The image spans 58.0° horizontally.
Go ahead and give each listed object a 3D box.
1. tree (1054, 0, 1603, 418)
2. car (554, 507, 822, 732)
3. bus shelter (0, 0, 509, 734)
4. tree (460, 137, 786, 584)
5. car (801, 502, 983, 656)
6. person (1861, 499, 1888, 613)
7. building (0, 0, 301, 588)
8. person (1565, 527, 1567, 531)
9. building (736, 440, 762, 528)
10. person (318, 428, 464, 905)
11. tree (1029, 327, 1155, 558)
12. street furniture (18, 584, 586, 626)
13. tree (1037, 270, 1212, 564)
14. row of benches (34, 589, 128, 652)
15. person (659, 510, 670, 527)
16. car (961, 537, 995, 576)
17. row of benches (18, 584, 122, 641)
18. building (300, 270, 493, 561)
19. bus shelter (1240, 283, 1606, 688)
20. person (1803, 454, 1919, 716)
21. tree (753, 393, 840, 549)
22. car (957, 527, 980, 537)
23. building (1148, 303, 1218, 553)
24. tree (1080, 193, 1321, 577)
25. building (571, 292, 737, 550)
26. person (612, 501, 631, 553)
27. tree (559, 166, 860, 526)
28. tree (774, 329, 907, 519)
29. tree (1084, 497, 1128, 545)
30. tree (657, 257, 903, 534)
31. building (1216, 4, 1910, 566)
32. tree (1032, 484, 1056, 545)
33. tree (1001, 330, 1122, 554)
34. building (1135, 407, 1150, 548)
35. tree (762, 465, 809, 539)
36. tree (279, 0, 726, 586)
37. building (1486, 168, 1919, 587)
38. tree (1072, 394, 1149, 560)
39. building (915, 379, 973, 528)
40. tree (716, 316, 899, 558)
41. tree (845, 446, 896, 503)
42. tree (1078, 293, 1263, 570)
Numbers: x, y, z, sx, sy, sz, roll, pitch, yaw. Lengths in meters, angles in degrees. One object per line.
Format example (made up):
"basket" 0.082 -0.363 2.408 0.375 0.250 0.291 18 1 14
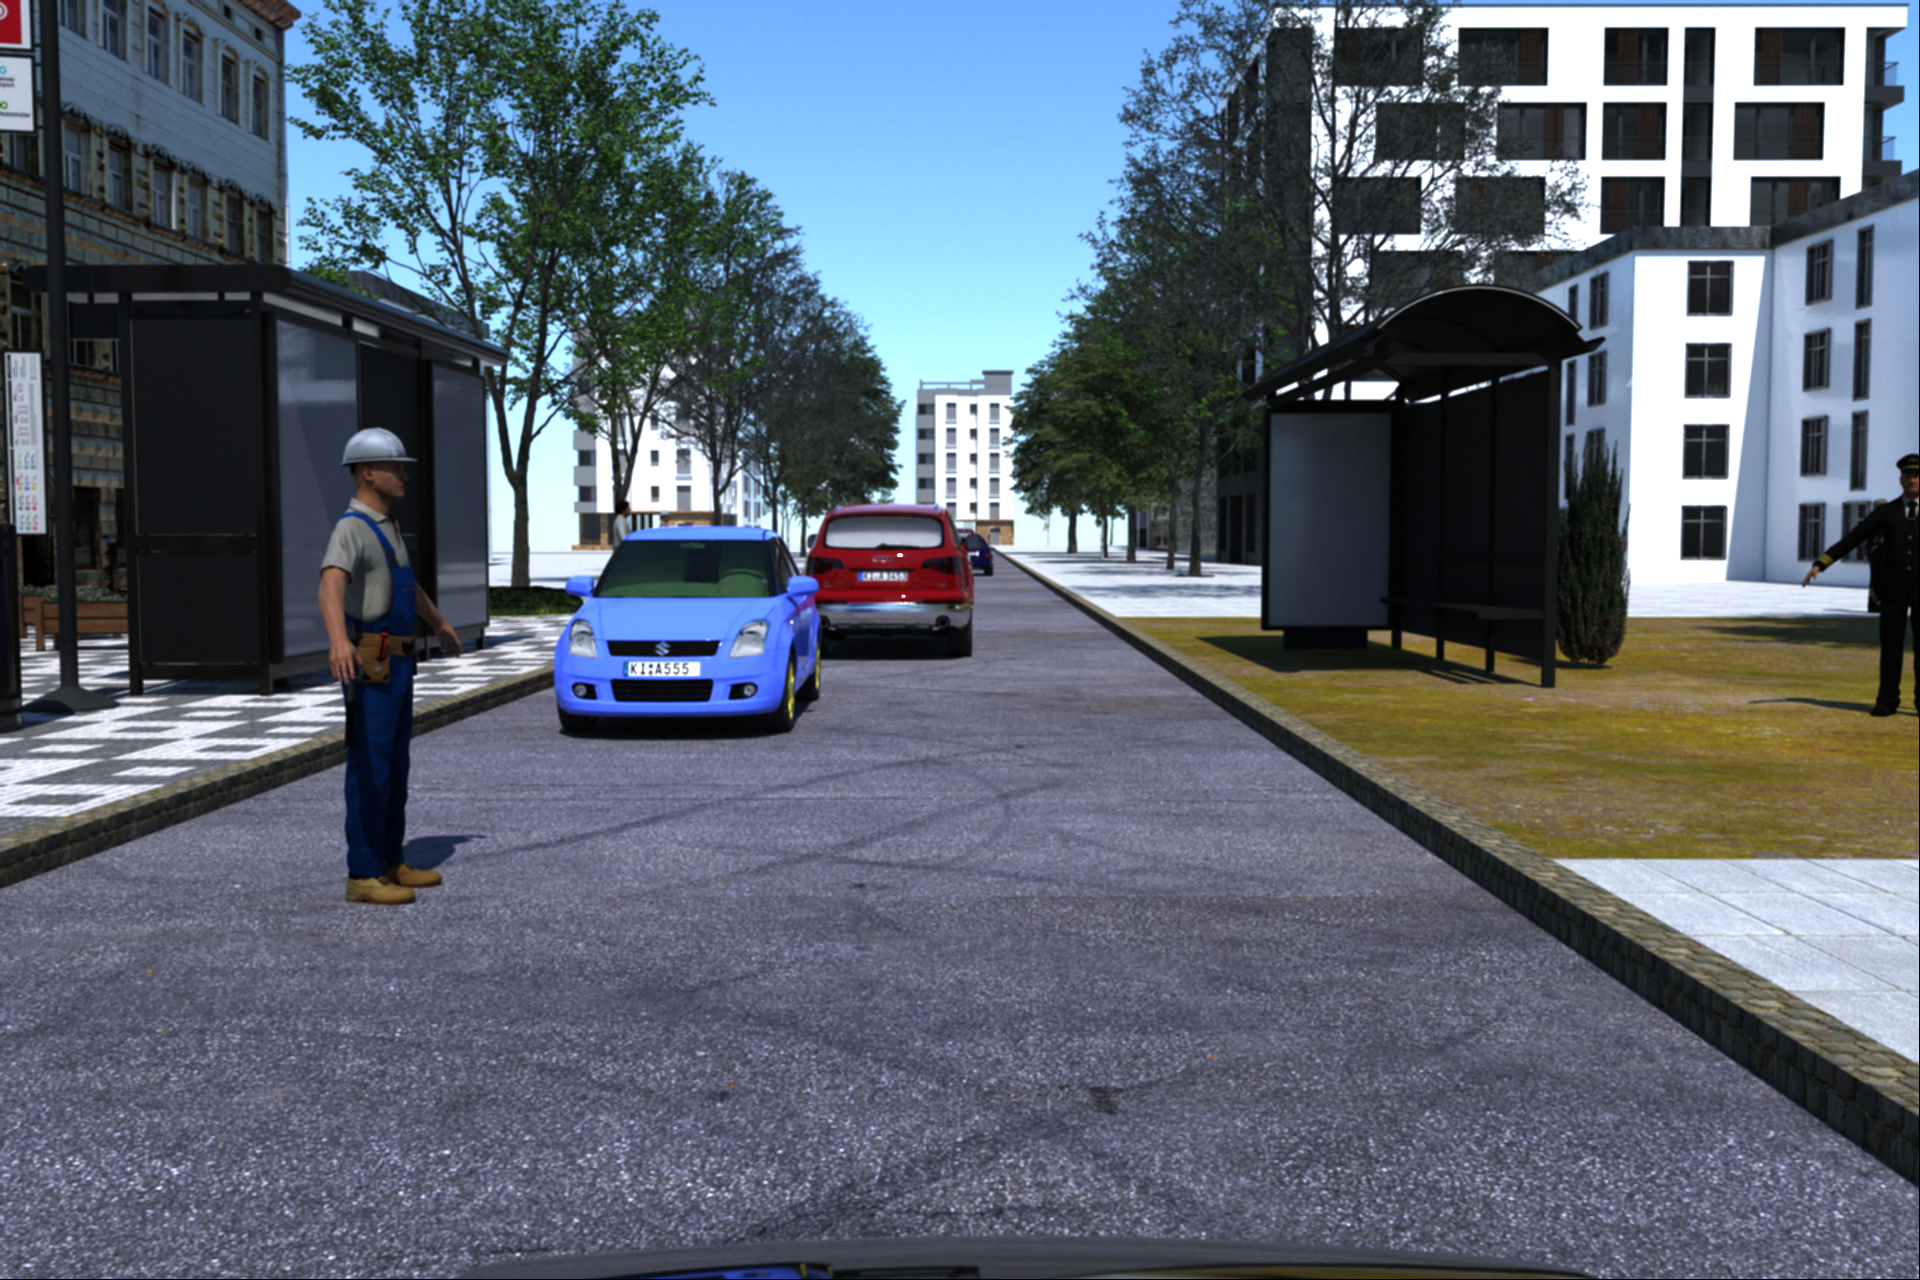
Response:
"tree" 7.023 -7.512 33.195 12.009 13.543 11.850 0 3 0
"car" -2.049 -0.250 13.675 1.945 1.707 3.694 0 4 0
"bus shelter" -6.220 -2.286 15.010 2.179 5.291 8.768 0 4 1
"tree" -8.551 -7.234 44.034 9.928 11.665 9.643 0 3 0
"car" -0.847 -0.806 21.844 2.281 1.827 5.304 0 4 0
"person" 14.930 -1.364 28.083 0.705 1.856 1.354 1 4 13
"building" -28.831 -12.876 41.448 19.493 23.208 18.063 0 3 0
"person" 12.995 -1.864 36.602 1.348 1.813 0.705 -1 4 -9
"building" -23.537 -13.784 167.511 9.099 9.664 28.070 0 4 1
"person" -2.272 0.090 6.848 0.705 1.847 1.347 0 4 0
"tree" 7.380 -10.677 92.696 7.486 12.596 7.792 0 3 0
"street furniture" -11.017 -0.653 26.304 10.072 0.657 5.734 0 4 0
"tree" 7.207 -9.588 74.889 7.486 12.596 7.792 0 3 0
"row of benches" -11.103 -0.216 18.987 4.104 0.672 1.422 -1 4 -10
"person" -6.896 -2.128 40.651 0.705 1.847 1.347 -1 4 -10
"car" 0.267 -2.929 60.473 1.945 1.354 3.894 0 4 -1
"row of benches" -12.125 -0.389 21.828 4.104 0.672 1.422 2 4 27
"building" -23.332 -7.781 69.371 9.099 9.664 28.070 0 4 1
"bus shelter" 4.179 -1.399 16.793 2.014 3.302 5.546 0 4 0
"person" 6.665 -0.380 12.151 1.347 1.837 0.705 2 4 33
"tree" -8.824 -8.328 86.521 4.360 8.622 3.978 0 3 0
"car" 0.042 -5.630 100.718 2.281 1.827 5.304 0 4 -1
"building" 24.285 -18.214 128.723 19.493 23.208 18.063 0 4 0
"tree" 7.176 -7.693 51.528 9.928 11.665 9.643 0 3 0
"building" -24.400 -17.136 136.589 16.016 20.090 11.380 0 4 1
"person" -5.296 -1.296 27.378 0.705 1.806 1.347 -1 4 -17
"tree" -7.988 -8.993 57.404 12.009 13.543 11.850 0 3 0
"tree" -7.859 -12.411 109.578 9.857 13.997 8.962 0 3 0
"tree" 18.057 -16.418 202.839 7.601 10.594 8.767 0 4 0
"tree" -8.127 -10.081 75.195 12.009 13.543 11.850 0 3 0
"building" 26.027 -14.650 83.502 27.936 21.610 32.646 0 4 0
"tree" 10.299 -15.110 197.406 4.360 8.622 3.978 0 3 0
"tree" 7.238 -12.440 110.045 9.857 13.997 8.962 0 3 0
"building" 25.494 -17.820 157.814 16.747 18.905 31.486 0 3 0
"tree" -20.496 -16.381 202.240 7.601 10.594 8.767 0 4 -6
"tree" -8.146 -6.467 31.496 9.928 11.665 9.643 0 3 0
"building" 22.866 -6.443 47.496 9.099 9.664 28.070 0 4 1
"tree" 7.211 -8.228 84.895 4.737 8.622 4.395 0 3 0
"building" -4.929 -21.131 204.371 11.380 20.090 16.016 0 4 4
"tree" -8.440 -11.258 94.442 12.009 13.543 11.850 0 3 0
"tree" -11.126 -16.958 203.014 9.928 11.665 9.643 0 3 0
"tree" 7.831 -7.772 61.477 7.601 10.594 8.767 -1 4 -13
